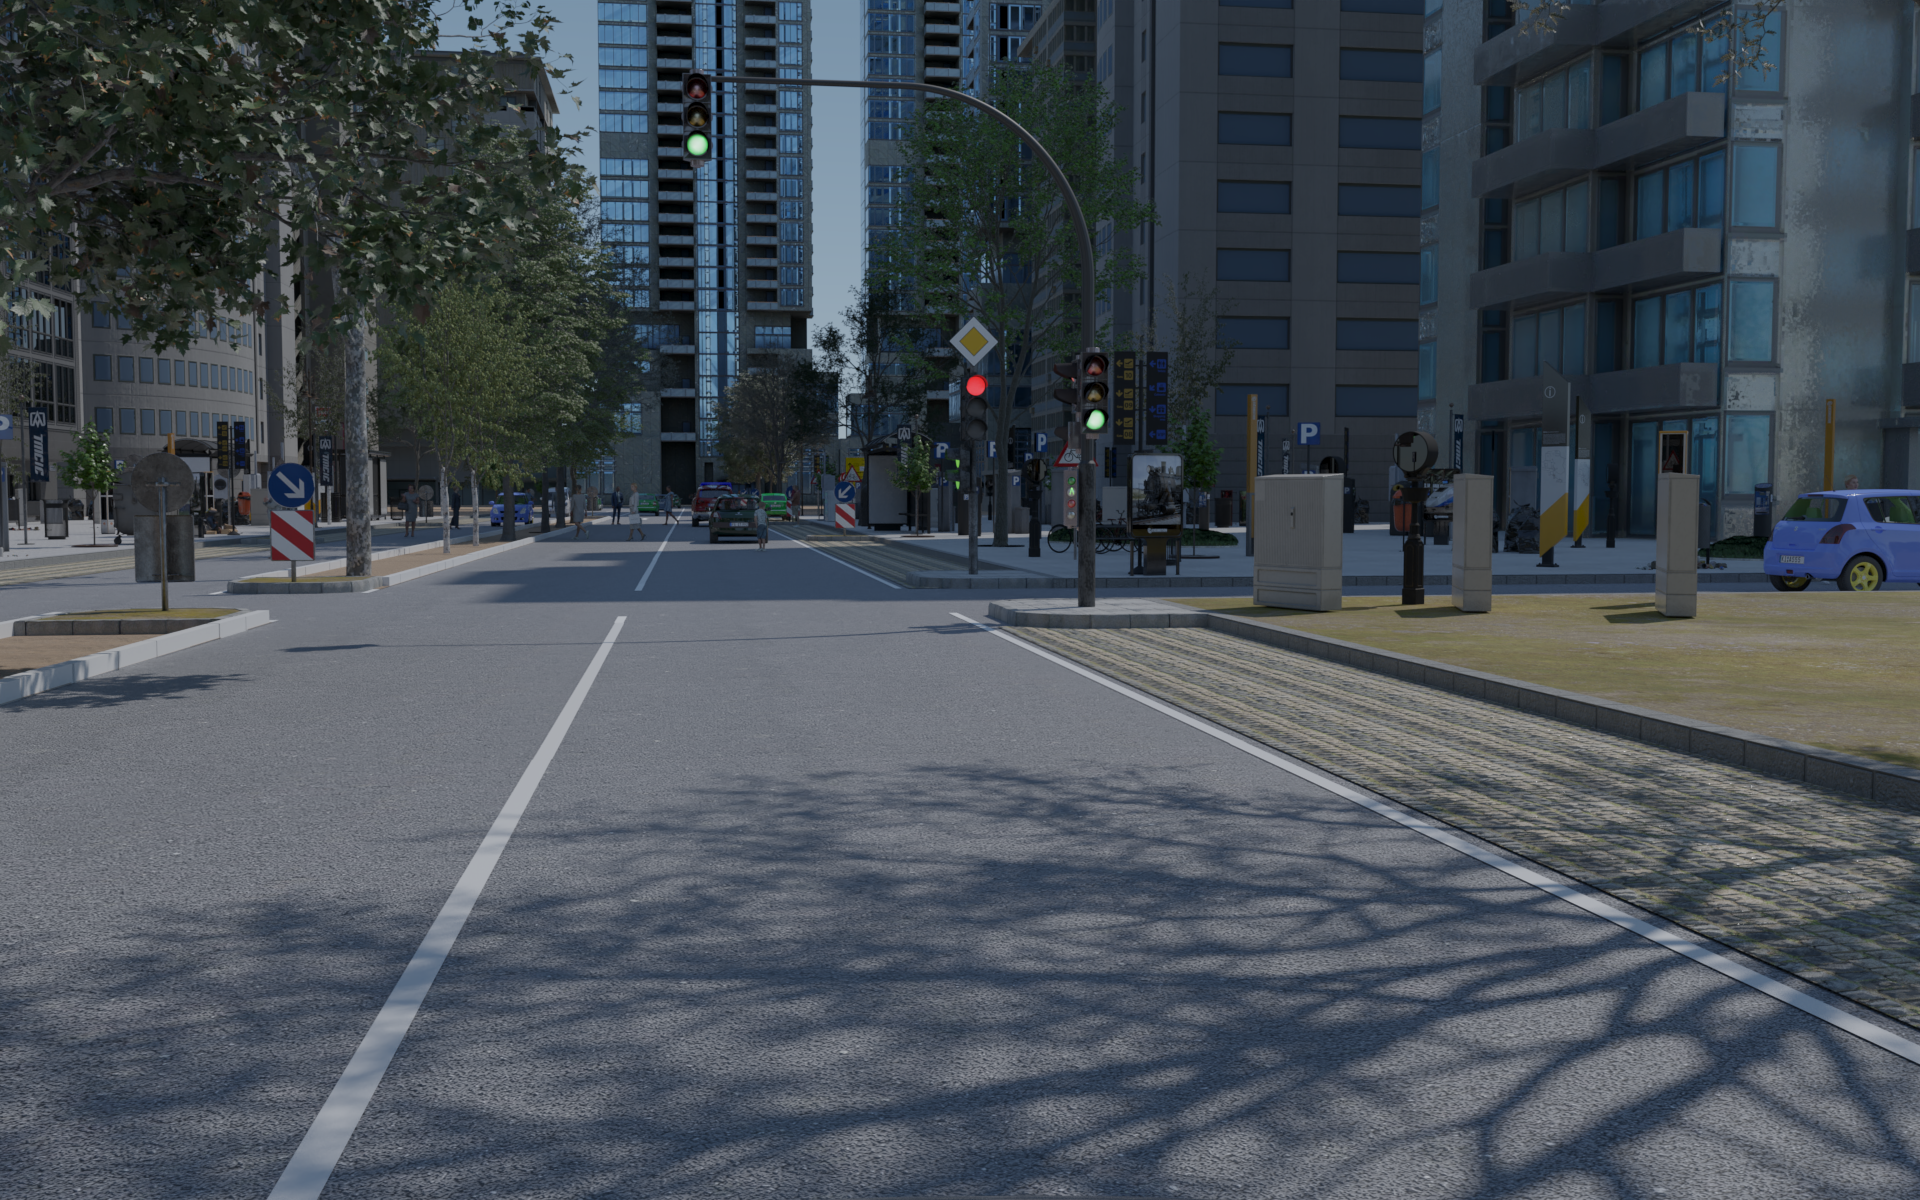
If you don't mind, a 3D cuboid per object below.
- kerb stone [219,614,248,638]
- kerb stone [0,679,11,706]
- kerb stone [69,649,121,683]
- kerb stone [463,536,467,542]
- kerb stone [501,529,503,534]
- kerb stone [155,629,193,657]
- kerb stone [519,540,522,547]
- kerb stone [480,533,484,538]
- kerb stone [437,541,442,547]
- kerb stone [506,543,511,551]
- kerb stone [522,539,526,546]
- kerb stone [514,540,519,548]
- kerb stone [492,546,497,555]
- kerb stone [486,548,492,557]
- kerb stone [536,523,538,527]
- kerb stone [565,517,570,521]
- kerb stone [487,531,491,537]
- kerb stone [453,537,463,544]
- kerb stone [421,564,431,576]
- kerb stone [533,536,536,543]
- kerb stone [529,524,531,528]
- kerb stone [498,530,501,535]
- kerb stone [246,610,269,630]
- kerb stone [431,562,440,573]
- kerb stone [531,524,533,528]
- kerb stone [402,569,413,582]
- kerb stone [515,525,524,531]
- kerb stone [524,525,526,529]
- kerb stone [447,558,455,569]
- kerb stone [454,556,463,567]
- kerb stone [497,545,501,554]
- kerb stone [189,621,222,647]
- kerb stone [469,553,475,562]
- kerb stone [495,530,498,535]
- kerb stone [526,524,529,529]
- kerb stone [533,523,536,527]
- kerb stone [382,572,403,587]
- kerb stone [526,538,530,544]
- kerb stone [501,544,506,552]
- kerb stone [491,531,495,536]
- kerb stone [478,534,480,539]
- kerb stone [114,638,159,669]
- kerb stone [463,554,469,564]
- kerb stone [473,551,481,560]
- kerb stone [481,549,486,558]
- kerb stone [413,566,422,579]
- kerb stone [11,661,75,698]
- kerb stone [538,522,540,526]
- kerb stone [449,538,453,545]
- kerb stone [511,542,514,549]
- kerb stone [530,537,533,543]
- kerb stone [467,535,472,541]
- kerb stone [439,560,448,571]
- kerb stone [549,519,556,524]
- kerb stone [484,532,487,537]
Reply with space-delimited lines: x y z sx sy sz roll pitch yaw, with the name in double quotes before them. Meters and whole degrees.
"kerb stone" -7.474 0.277 17.660 0.120 0.150 1.000 -1 4 -9
"kerb stone" -6.540 0.653 11.596 0.120 0.150 1.000 -1 4 -9
"kerb stone" -6.848 0.525 13.616 0.120 0.150 1.000 -1 4 -9
"kerb stone" -14.801 -1.779 51.280 0.120 0.150 1.000 -1 4 -9
"kerb stone" -16.361 -2.393 61.413 0.120 0.150 1.000 -1 4 -9
"kerb stone" -7.160 0.401 15.640 0.120 0.150 1.000 -1 4 -9
"kerb stone" -11.942 -1.489 46.536 0.120 0.150 1.000 -1 4 -9
"kerb stone" -15.430 -2.028 55.346 0.120 0.150 1.000 -1 4 -9
"kerb stone" -14.018 -1.469 46.214 0.120 0.150 1.000 -1 4 -9
"kerb stone" -11.467 -1.302 43.504 0.120 0.150 1.000 -1 4 -9
"kerb stone" -12.097 -1.551 47.548 0.120 0.150 1.000 -1 4 -9
"kerb stone" -11.783 -1.427 45.524 0.120 0.150 1.000 -1 4 -9
"kerb stone" -11.002 -1.117 40.460 0.120 0.150 1.000 -1 4 -9
"kerb stone" -10.846 -1.055 39.449 0.120 0.150 1.000 -1 4 -9
"kerb stone" -18.405 -3.205 74.597 0.120 0.150 1.000 -1 4 -9
"kerb stone" -21.843 -4.569 96.897 0.120 0.150 1.000 -1 4 -9
"kerb stone" -15.740 -2.145 57.367 0.120 0.150 1.000 -1 4 -9
"kerb stone" -14.635 -1.716 50.264 0.120 0.150 1.000 -1 4 -9
"kerb stone" -9.440 -0.498 30.334 0.120 0.150 1.000 -1 4 -9
"kerb stone" -12.575 -1.736 50.587 0.120 0.150 1.000 -1 4 -9
"kerb stone" -17.936 -3.018 71.553 0.120 0.150 1.000 -1 4 -9
"kerb stone" -16.213 -2.337 60.401 0.120 0.150 1.000 -1 4 -9
"kerb stone" -7.631 0.219 18.671 0.120 0.150 1.000 -1 4 -9
"kerb stone" -9.600 -0.560 31.356 0.120 0.150 1.000 -1 4 -9
"kerb stone" -18.087 -3.081 72.564 0.120 0.150 1.000 -1 4 -9
"kerb stone" -9.121 -0.373 28.298 0.120 0.150 1.000 -1 4 -9
"kerb stone" -17.460 -2.833 68.519 0.120 0.150 1.000 -1 4 -9
"kerb stone" -17.620 -2.888 69.530 0.120 0.150 1.000 -1 4 -9
"kerb stone" -9.907 -0.684 33.384 0.120 0.150 1.000 -1 4 -9
"kerb stone" -10.058 -0.746 34.398 0.120 0.150 1.000 -1 4 -9
"kerb stone" -11.160 -1.179 41.476 0.120 0.150 1.000 -1 4 -9
"kerb stone" -7.323 0.342 16.650 0.120 0.150 1.000 -1 4 -9
"kerb stone" -10.378 -0.861 36.419 0.120 0.150 1.000 -1 4 -9
"kerb stone" -16.051 -2.275 59.391 0.120 0.150 1.000 -1 4 -9
"kerb stone" -17.772 -2.953 70.542 0.120 0.150 1.000 -1 4 -9
"kerb stone" -18.244 -3.143 73.587 0.120 0.150 1.000 -1 4 -9
"kerb stone" -8.966 -0.311 27.288 0.120 0.150 1.000 -1 4 -9
"kerb stone" -12.252 -1.612 48.568 0.120 0.150 1.000 -1 4 -9
"kerb stone" -11.318 -1.241 42.493 0.120 0.150 1.000 -1 4 -9
"kerb stone" -15.892 -2.211 58.381 0.120 0.150 1.000 -1 4 -9
"kerb stone" -15.270 -1.966 54.333 0.120 0.150 1.000 -1 4 -9
"kerb stone" -7.004 0.463 14.630 0.120 0.150 1.000 -1 4 -9
"kerb stone" -10.221 -0.808 35.408 0.120 0.150 1.000 -1 4 -9
"kerb stone" -10.536 -0.932 37.428 0.120 0.150 1.000 -1 4 -9
"kerb stone" -10.691 -0.993 38.439 0.120 0.150 1.000 -1 4 -9
"kerb stone" -9.285 -0.434 29.313 0.120 0.150 1.000 -1 4 -9
"kerb stone" -6.700 0.587 12.605 0.120 0.150 1.000 -1 4 -9
"kerb stone" -18.563 -3.267 75.607 0.120 0.150 1.000 -1 4 -9
"kerb stone" -14.323 -1.590 48.243 0.120 0.150 1.000 -1 4 -9
"kerb stone" -11.632 -1.363 44.513 0.120 0.150 1.000 -1 4 -9
"kerb stone" -12.413 -1.675 49.577 0.120 0.150 1.000 -1 4 -9
"kerb stone" -14.951 -1.841 52.299 0.120 0.150 1.000 -1 4 -9
"kerb stone" -9.756 -0.622 32.370 0.120 0.150 1.000 -1 4 -9
"kerb stone" -20.132 -3.882 85.751 0.120 0.150 1.000 -1 4 -9
"kerb stone" -15.589 -2.085 56.356 0.120 0.150 1.000 -1 4 -9
